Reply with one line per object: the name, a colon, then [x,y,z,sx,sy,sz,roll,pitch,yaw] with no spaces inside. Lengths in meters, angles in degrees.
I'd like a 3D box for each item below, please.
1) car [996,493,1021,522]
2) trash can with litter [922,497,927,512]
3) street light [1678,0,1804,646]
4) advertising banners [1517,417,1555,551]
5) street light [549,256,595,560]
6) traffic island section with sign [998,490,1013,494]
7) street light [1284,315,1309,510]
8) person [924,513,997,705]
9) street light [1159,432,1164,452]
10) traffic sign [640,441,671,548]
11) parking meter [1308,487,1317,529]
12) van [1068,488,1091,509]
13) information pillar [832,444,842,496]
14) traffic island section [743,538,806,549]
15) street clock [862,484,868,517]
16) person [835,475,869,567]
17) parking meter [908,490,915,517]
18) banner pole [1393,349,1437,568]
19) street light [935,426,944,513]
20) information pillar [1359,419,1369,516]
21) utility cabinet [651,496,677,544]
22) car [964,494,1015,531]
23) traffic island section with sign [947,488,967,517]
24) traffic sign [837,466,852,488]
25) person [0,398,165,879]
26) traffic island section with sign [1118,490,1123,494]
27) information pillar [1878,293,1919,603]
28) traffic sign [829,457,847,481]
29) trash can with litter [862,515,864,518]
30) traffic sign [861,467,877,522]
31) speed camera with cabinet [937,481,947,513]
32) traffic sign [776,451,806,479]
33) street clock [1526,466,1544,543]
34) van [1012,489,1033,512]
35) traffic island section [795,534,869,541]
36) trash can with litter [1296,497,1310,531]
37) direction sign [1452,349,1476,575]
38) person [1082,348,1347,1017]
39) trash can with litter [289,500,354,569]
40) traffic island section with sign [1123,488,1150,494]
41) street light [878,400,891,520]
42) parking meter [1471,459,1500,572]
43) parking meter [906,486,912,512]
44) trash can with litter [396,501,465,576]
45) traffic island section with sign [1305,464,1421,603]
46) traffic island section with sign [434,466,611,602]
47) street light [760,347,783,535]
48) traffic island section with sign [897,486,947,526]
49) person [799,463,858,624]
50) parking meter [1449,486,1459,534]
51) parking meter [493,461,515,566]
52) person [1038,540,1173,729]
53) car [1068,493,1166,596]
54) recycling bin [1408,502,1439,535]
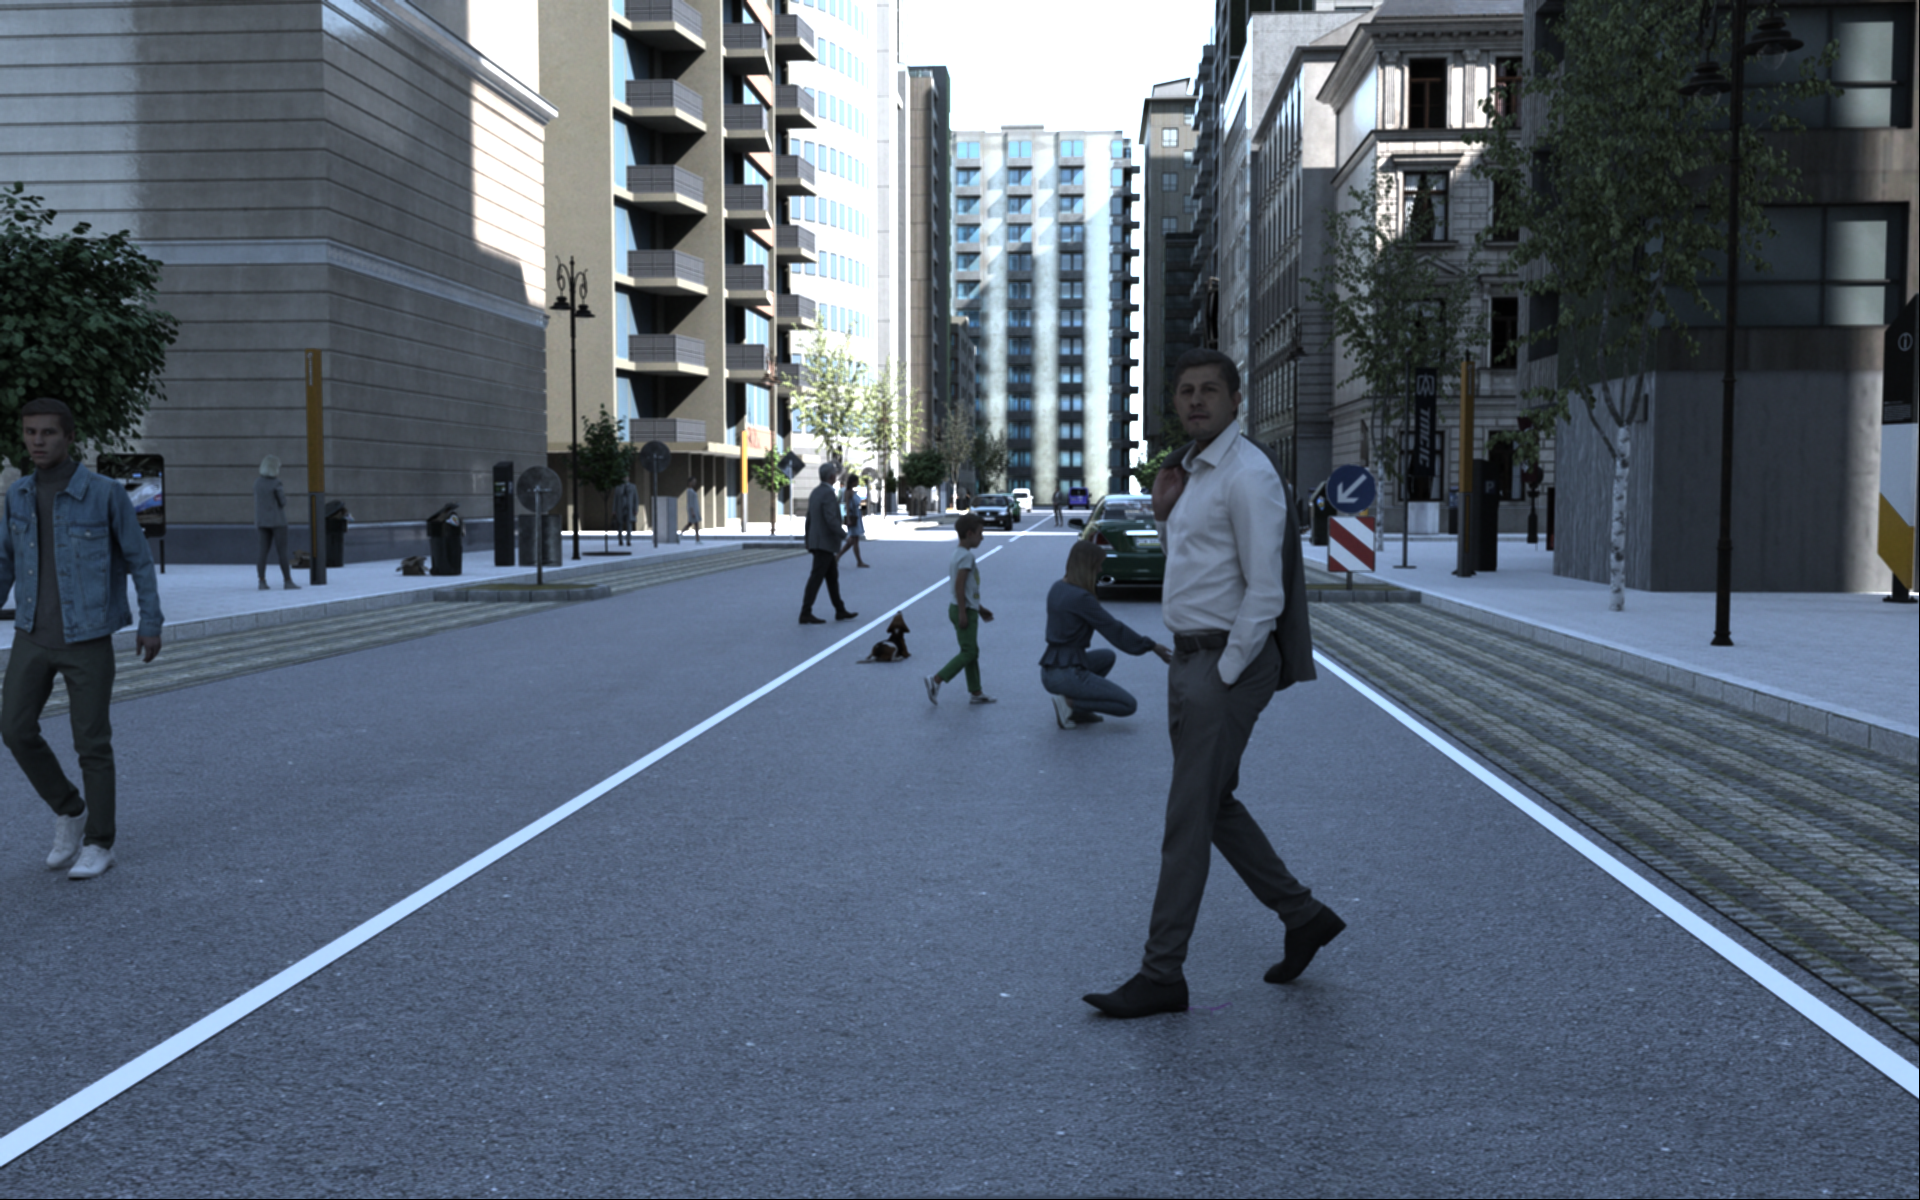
car: [2.170,-4.893,88.800,1.959,1.807,4.718,0,4,4]
trash can with litter: [-2.439,-5.862,107.226,0.624,1.170,1.055,-2,4,-24]
street light: [6.470,-2.553,14.525,0.468,5.910,1.993,0,4,4]
advertising banners: [13.582,-2.634,39.247,2.074,3.025,0.090,0,4,-6]
street light: [-7.528,-3.731,33.785,0.468,5.910,1.993,0,4,4]
traffic island section with sign: [3.835,-9.007,155.884,1.989,1.847,2.006,0,4,4]
street light: [8.715,-4.417,45.001,0.468,5.910,1.993,0,4,4]
person: [0.002,0.061,11.758,0.590,1.304,0.306,-2,4,-31]
street light: [14.792,-9.461,127.478,0.468,5.910,1.993,0,4,4]
traffic sign: [-7.281,-2.523,41.364,0.768,2.556,0.104,0,4,7]
parking meter: [13.063,-3.402,64.030,0.372,1.533,0.369,0,3,0]
van: [11.283,-9.764,164.020,2.240,2.365,5.245,0,4,6]
information pillar: [-5.735,-5.482,80.986,0.504,3.616,0.183,1,4,14]
traffic island section: [-4.566,-1.479,46.460,2.009,0.180,2.903,0,4,4]
street clock: [-5.500,-5.770,98.913,0.471,2.002,0.358,0,4,3]
person: [-2.142,-1.542,33.801,0.778,1.811,0.616,1,4,19]
parking meter: [-2.706,-5.453,97.561,0.372,1.533,0.369,0,3,0]
banner pole: [7.941,-2.451,30.084,0.863,3.779,0.401,-2,4,-23]
street light: [-1.395,-8.763,116.066,0.468,5.910,1.993,0,4,4]
information pillar: [12.558,-3.821,53.826,0.183,3.616,0.504,-1,4,-10]
utility cabinet: [-7.727,-2.091,45.345,0.306,1.237,1.020,-2,4,-33]
car: [1.190,-3.589,68.462,2.009,1.686,4.222,0,4,3]
traffic island section with sign: [0.161,-5.967,106.196,1.989,1.847,2.006,0,4,4]
traffic sign: [-4.814,-4.432,72.460,0.884,2.594,0.081,0,4,8]
person: [-3.353,0.141,6.533,0.601,1.785,0.444,0,4,4]
traffic island section with sign: [16.883,-10.661,182.929,1.989,1.847,2.006,0,4,4]
information pillar: [11.113,-1.781,20.477,0.183,3.616,0.504,-1,4,-14]
traffic sign: [-3.954,-3.190,54.355,0.795,2.593,0.064,0,4,4]
trash can with litter: [-5.241,-4.652,87.445,0.624,1.170,1.055,-3,5,-41]
traffic sign: [-4.246,-4.935,80.797,0.768,2.556,0.104,0,4,7]
speed camera with cabinet: [-1.226,-7.664,119.636,0.660,3.252,2.038,0,4,-1]
traffic sign: [-4.542,-2.703,46.391,0.795,2.593,0.064,0,4,4]
street clock: [14.933,-2.480,45.119,0.358,2.002,0.471,-2,4,-27]
van: [4.885,-8.098,139.415,2.013,2.044,4.112,0,4,5]
traffic island section: [-3.978,-1.966,54.424,2.009,0.180,2.903,0,4,4]
trash can with litter: [11.403,-3.045,60.838,2.233,1.210,1.678,2,4,23]
direction sign: [8.038,-2.172,27.517,0.379,3.537,0.876,1,4,18]
person: [0.722,0.227,4.898,0.850,1.850,0.679,-1,4,-18]
trash can with litter: [-11.126,-1.145,30.104,0.624,1.170,1.055,2,4,32]
traffic island section with sign: [11.336,-6.057,107.657,1.989,1.847,2.006,0,4,4]
street light: [-3.709,-6.879,85.254,0.468,5.910,1.993,0,4,4]
parking meter: [8.730,-1.411,28.784,0.399,1.863,0.255,-1,4,-19]
parking meter: [-3.663,-7.256,124.341,0.399,1.863,0.255,3,4,36]
trash can with litter: [-8.345,-0.972,27.271,1.055,1.170,0.624,0,4,0]
traffic island section with sign: [5.125,-0.922,23.696,1.989,1.847,2.006,0,4,4]
traffic island section with sign: [-5.903,-0.926,23.770,1.989,1.847,2.006,0,4,4]
street light: [-5.931,-5.009,54.677,0.468,5.910,1.993,0,4,4]
traffic island section with sign: [-1.806,-4.323,79.312,1.989,1.847,2.006,0,4,4]
person: [-1.439,-0.638,19.335,0.834,1.777,0.661,-2,4,-34]
parking meter: [15.753,-2.856,55.112,0.372,1.533,0.369,0,3,0]
parking meter: [-8.118,-1.536,30.827,0.255,1.863,0.399,0,4,6]
person: [0.818,0.193,10.844,0.738,1.151,1.012,-1,4,-18]
car: [2.625,-0.810,25.038,2.131,1.459,4.920,0,4,4]
recycling bin: [14.524,-2.552,54.278,0.722,1.027,0.722,-3,5,-44]
